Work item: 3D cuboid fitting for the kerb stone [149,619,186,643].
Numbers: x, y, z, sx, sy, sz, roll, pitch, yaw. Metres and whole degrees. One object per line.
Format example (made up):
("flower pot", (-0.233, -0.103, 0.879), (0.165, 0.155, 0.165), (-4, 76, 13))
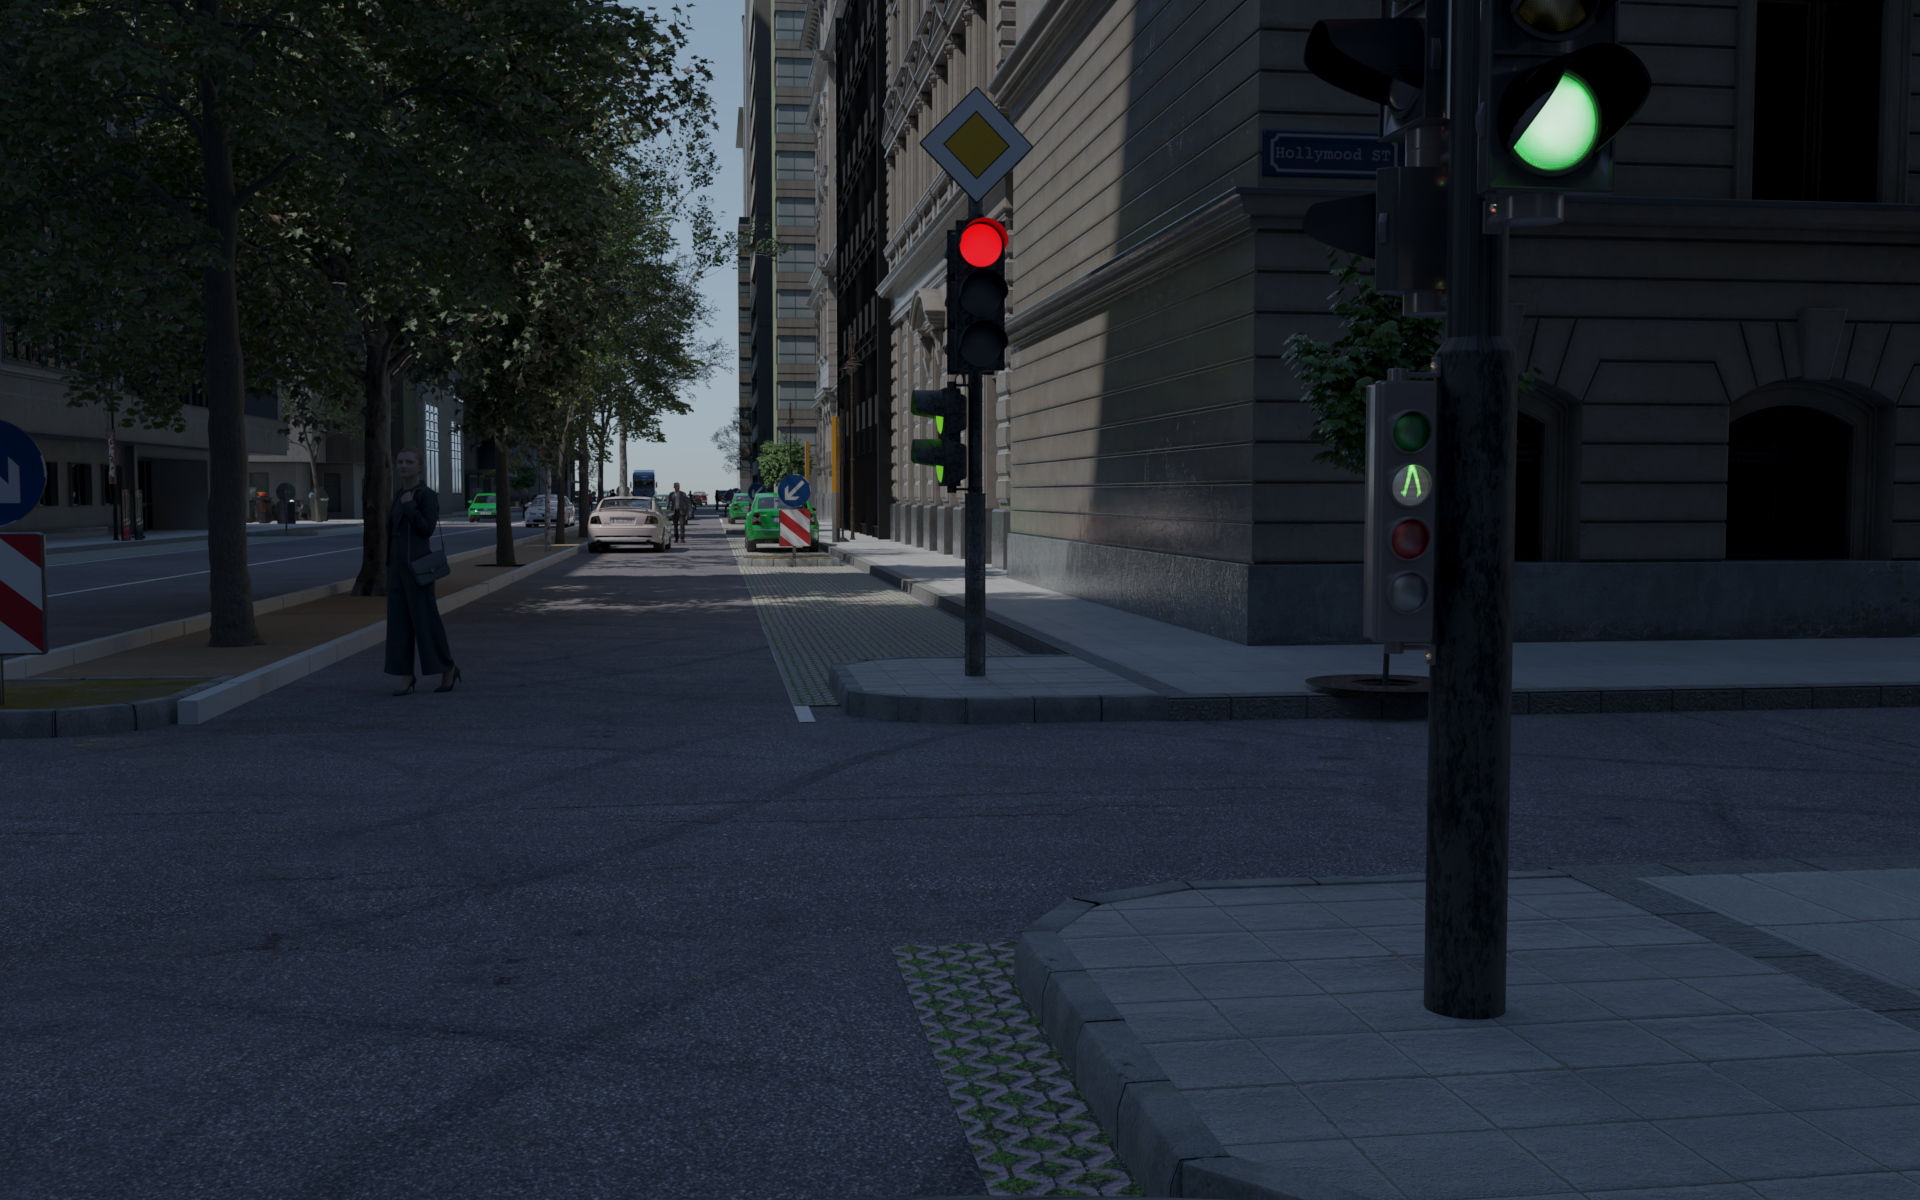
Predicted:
("kerb stone", (-7.828, 0.319, 16.984), (0.120, 0.150, 1.000), (-1, 4, -8))

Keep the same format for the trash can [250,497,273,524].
("trash can", (-30.255, -3.894, 75.317), (0.748, 1.137, 0.748), (0, 3, 0))

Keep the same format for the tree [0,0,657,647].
("tree", (-6.664, -5.805, 15.498), (7.486, 12.596, 7.792), (0, 3, 0))

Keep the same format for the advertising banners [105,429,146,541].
("advertising banners", (-22.848, -3.132, 47.403), (0.090, 3.025, 2.074), (0, 4, 0))

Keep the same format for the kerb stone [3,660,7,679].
("kerb stone", (-7.239, 0.567, 12.931), (0.120, 0.150, 1.000), (-1, 4, -8))

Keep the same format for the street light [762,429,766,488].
("street light", (-13.974, -9.252, 124.057), (0.468, 5.910, 1.993), (-1, 4, -8))

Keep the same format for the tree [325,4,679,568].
("tree", (-9.070, -6.461, 33.855), (9.928, 11.665, 9.643), (0, 3, 0))

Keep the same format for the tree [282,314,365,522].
("tree", (-29.216, -8.792, 78.160), (7.601, 10.594, 8.767), (2, 4, 35))

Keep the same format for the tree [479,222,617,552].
("tree", (-10.192, -5.486, 42.514), (4.737, 8.622, 4.395), (0, 3, 0))

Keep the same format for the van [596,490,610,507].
("van", (-37.197, -10.665, 181.382), (2.013, 2.044, 4.112), (-1, 4, -10))

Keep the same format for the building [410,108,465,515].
("building", (-43.969, -48.800, 110.560), (22.319, 86.520, 31.000), (-1, 4, -8))

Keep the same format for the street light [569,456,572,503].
("street light", (-46.299, -14.259, 205.928), (0.468, 5.910, 1.993), (-1, 4, -8))

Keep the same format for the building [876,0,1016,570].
("building", (4.146, -12.804, 38.224), (11.050, 23.489, 19.941), (-1, 4, -8))

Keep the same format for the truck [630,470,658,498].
("truck", (-35.787, -12.708, 197.532), (2.967, 4.110, 18.799), (-1, 4, -8))

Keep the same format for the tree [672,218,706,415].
("tree", (-12.170, -8.291, 56.139), (7.486, 12.596, 7.792), (0, 3, 0))

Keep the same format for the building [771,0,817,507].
("building", (-4.171, -25.643, 102.850), (14.154, 41.232, 14.086), (-1, 4, -8))

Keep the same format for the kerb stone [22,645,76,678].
("kerb stone", (-7.386, 0.505, 13.942), (0.120, 0.150, 1.000), (-1, 4, -8))

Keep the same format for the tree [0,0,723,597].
("tree", (-8.160, -6.394, 24.000), (9.611, 12.733, 9.660), (0, 3, 0))

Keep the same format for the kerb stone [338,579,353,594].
("kerb stone", (-8.999, -0.178, 25.113), (0.120, 0.150, 1.000), (-1, 4, -8))

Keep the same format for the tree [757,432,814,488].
("tree", (-9.197, -6.605, 91.704), (4.285, 4.588, 4.351), (0, 3, 0))

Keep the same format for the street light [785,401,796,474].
("street light", (-8.426, -6.932, 86.130), (0.468, 5.910, 1.993), (-1, 4, -8))

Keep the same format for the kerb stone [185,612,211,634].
("kerb stone", (-7.970, 0.261, 18.007), (0.120, 0.150, 1.000), (-1, 4, -8))

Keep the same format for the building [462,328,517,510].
("building", (-51.399, -33.699, 140.215), (28.713, 52.752, 27.495), (-1, 4, -8))

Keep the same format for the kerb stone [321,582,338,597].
("kerb stone", (-8.856, -0.116, 24.095), (0.120, 0.150, 1.000), (-1, 4, -8))

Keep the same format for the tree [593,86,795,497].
("tree", (-14.246, -13.495, 78.996), (12.611, 20.169, 13.585), (0, 3, 0))

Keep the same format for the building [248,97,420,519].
("building", (-36.912, -19.501, 90.541), (14.160, 30.474, 14.107), (-1, 4, -8))

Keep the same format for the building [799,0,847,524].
("building", (0.441, -17.663, 76.187), (14.401, 28.519, 23.554), (-1, 4, -8))

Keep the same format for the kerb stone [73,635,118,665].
("kerb stone", (-7.529, 0.442, 14.962), (0.120, 0.150, 1.000), (-1, 4, -8))

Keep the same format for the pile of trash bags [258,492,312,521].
("pile of trash bags", (-32.276, -4.426, 82.115), (1.912, 1.369, 3.447), (1, 4, 9))

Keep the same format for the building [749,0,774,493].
("building", (-7.450, -32.320, 152.135), (21.300, 48.544, 21.600), (-1, 4, -8))

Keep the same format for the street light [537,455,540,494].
("street light", (-40.769, -11.930, 167.835), (0.468, 5.910, 1.993), (-1, 4, -8))

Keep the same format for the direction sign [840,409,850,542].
("direction sign", (-3.144, -3.326, 46.378), (0.379, 3.537, 0.876), (0, 4, 2))

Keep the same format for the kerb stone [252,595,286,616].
("kerb stone", (-8.414, 0.072, 21.048), (0.120, 0.150, 1.000), (-1, 4, -8))

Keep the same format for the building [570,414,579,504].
("building", (-59.828, -34.645, 221.069), (22.147, 44.769, 28.867), (-1, 4, -8))

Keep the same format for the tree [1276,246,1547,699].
("tree", (2.924, -1.018, 11.239), (1.663, 3.219, 1.824), (0, 3, 0))

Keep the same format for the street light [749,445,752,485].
("street light", (-19.535, -11.559, 161.771), (0.468, 5.910, 1.993), (-1, 4, -8))

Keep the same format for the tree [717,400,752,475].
("tree", (-20.071, -14.429, 170.332), (8.767, 10.594, 7.601), (-2, 4, -28))

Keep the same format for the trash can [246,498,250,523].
("trash can", (-31.495, -3.967, 76.518), (0.748, 1.137, 0.748), (0, 3, 0))

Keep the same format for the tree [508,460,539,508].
("tree", (-40.388, -10.743, 159.363), (4.285, 4.588, 4.351), (0, 3, 0))

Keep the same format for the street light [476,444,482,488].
("street light", (-34.406, -9.231, 123.720), (0.468, 5.910, 1.993), (-1, 4, -8))

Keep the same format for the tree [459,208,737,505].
("tree", (-13.725, -9.357, 65.817), (12.009, 13.543, 11.850), (0, 3, 0))

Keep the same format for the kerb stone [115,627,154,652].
("kerb stone", (-7.680, 0.382, 15.973), (0.120, 0.150, 1.000), (-1, 4, -8))

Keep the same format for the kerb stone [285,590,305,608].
("kerb stone", (-8.557, 0.008, 22.068), (0.120, 0.150, 1.000), (-1, 4, -8))

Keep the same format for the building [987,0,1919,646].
("building", (18.447, -12.372, 21.362), (34.723, 24.649, 14.460), (-1, 4, -8))

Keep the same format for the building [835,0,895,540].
("building", (2.672, -13.879, 56.595), (12.332, 23.373, 15.834), (-1, 4, -8))

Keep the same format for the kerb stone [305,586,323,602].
("kerb stone", (-8.703, -0.050, 23.080), (0.120, 0.150, 1.000), (-1, 4, -8))

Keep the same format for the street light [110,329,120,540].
("street light", (-23.480, -4.601, 48.012), (0.468, 5.910, 1.993), (-1, 4, -8))

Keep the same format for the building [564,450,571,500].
("building", (-52.956, -26.233, 200.614), (14.160, 30.474, 14.107), (-1, 4, -8))

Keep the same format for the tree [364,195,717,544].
("tree", (-11.362, -6.834, 48.608), (8.767, 10.594, 7.601), (-1, 4, -8))

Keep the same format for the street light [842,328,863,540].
("street light", (-3.010, -4.624, 48.396), (0.468, 5.910, 1.993), (-1, 4, -8))
